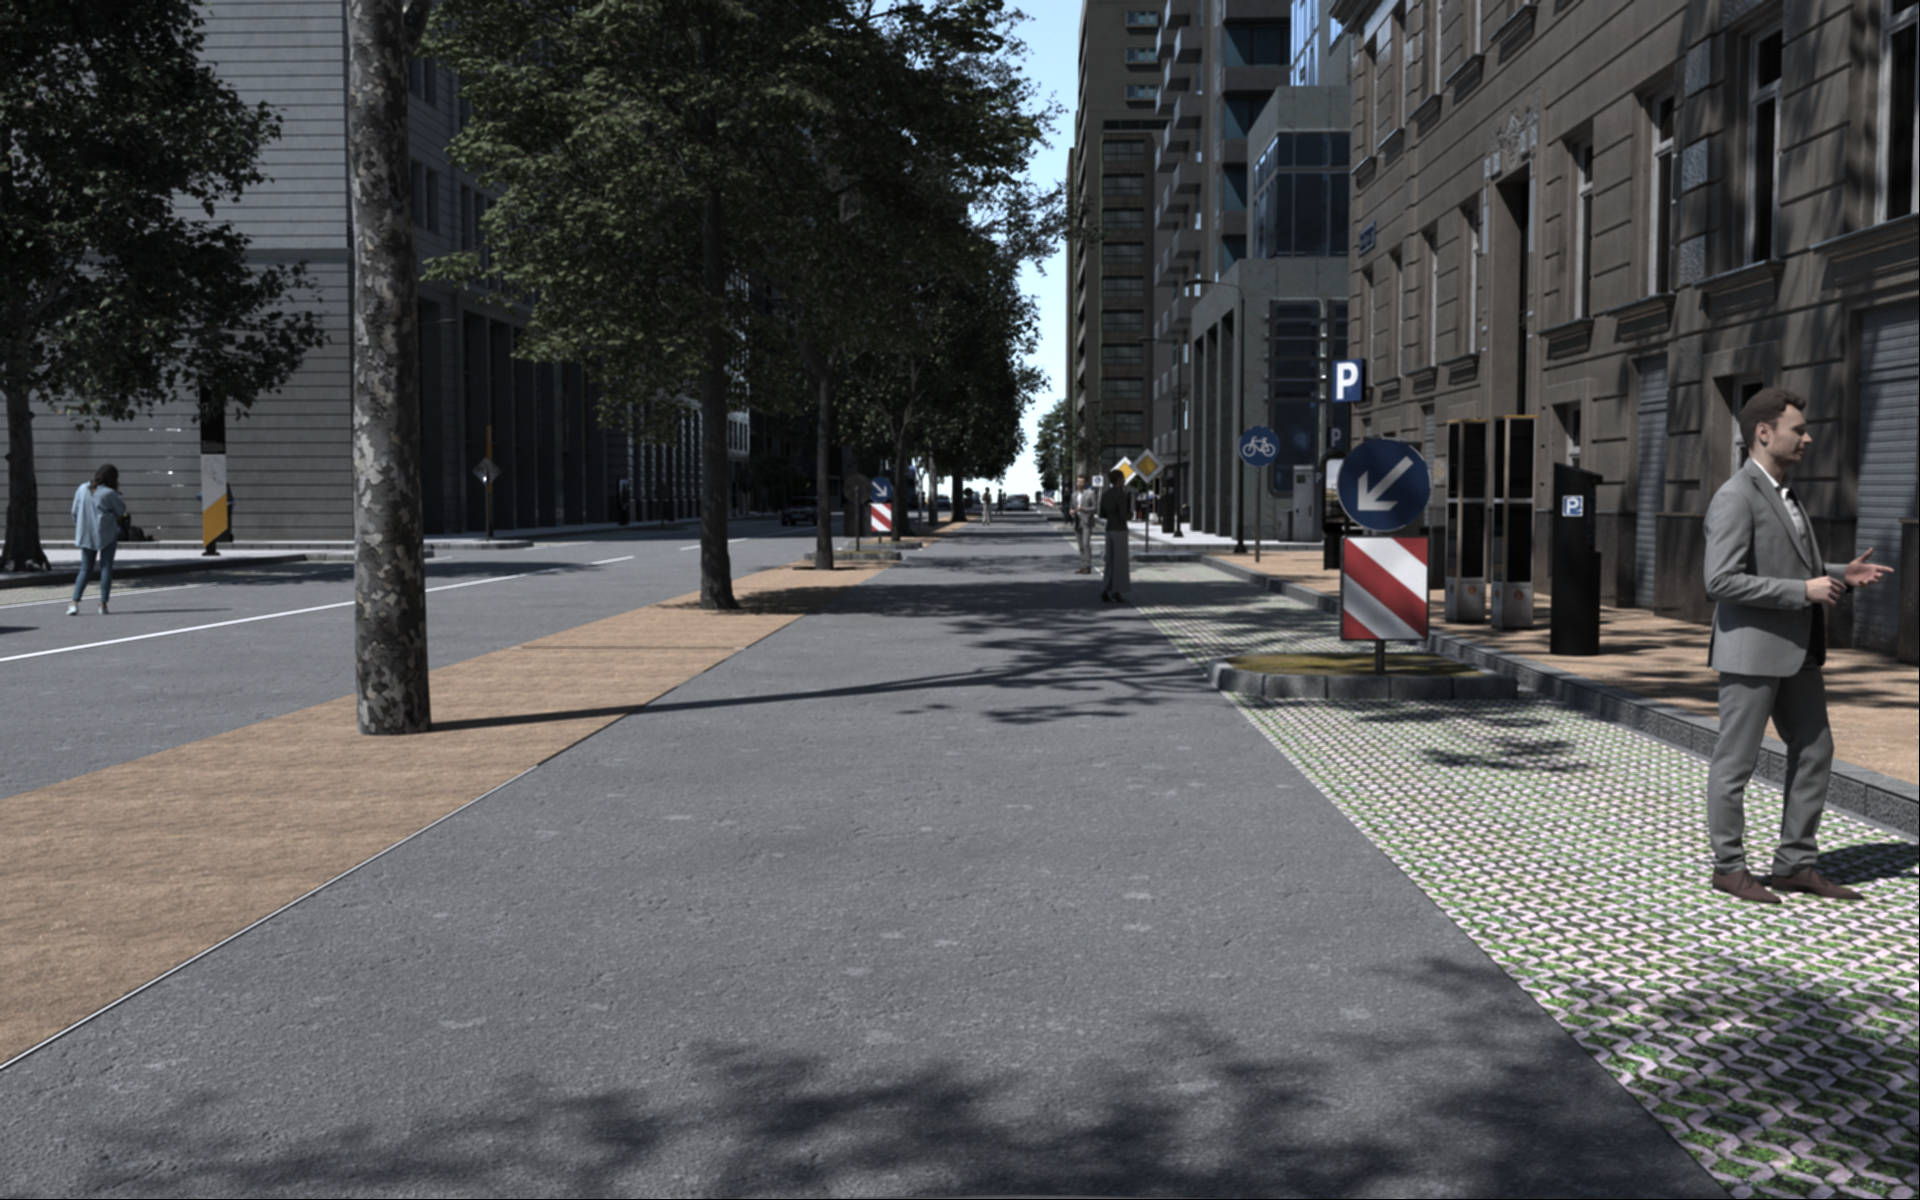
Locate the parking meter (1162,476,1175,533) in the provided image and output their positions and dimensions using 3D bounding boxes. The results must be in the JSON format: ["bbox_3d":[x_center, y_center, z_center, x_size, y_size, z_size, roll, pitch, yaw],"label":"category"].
[{"bbox_3d":[6.833,-3.125,56.798,0.399,1.863,0.255,-2,4,-28],"label":"parking meter"}]

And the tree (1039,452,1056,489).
[{"bbox_3d":[14.243,-19.407,267.672,4.360,8.622,3.978,0,3,0],"label":"tree"}]

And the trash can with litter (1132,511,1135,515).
[{"bbox_3d":[9.968,-5.584,102.690,0.624,1.170,1.055,-3,4,-36],"label":"trash can with litter"}]

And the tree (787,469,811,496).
[{"bbox_3d":[-11.981,-8.333,130.839,1.663,3.219,1.824,0,3,0],"label":"tree"}]

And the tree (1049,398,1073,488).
[{"bbox_3d":[11.908,-17.513,204.456,7.486,12.596,7.792,0,3,0],"label":"tree"}]

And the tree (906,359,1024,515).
[{"bbox_3d":[0.037,-12.674,116.325,9.857,13.997,8.962,0,3,0],"label":"tree"}]

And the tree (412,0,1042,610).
[{"bbox_3d":[-2.921,-6.120,20.646,7.486,12.596,7.792,0,3,0],"label":"tree"}]

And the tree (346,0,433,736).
[{"bbox_3d":[-2.216,-9.208,8.899,12.611,20.169,13.585,0,3,0],"label":"tree"}]

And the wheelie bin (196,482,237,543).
[{"bbox_3d":[-19.699,-2.320,45.841,0.980,1.594,0.693,-3,5,-41],"label":"wheelie bin"}]

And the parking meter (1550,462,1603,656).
[{"bbox_3d":[4.917,-0.331,13.815,0.372,1.533,0.369,0,3,0],"label":"parking meter"}]

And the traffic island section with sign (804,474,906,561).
[{"bbox_3d":[-2.315,-1.832,38.093,2.006,1.907,1.989,0,4,2],"label":"traffic island section with sign"}]

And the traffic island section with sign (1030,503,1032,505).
[{"bbox_3d":[10.358,-13.404,227.783,1.989,1.847,2.006,0,4,2],"label":"traffic island section with sign"}]

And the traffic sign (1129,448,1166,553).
[{"bbox_3d":[4.056,-2.074,37.557,0.795,2.450,0.064,0,4,2],"label":"traffic sign"}]

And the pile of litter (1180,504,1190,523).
[{"bbox_3d":[10.329,-3.853,76.954,1.176,0.858,1.719,3,4,36],"label":"pile of litter"}]

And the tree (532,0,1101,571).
[{"bbox_3d":[-2.580,-7.311,32.364,12.009,13.543,11.850,0,3,0],"label":"tree"}]

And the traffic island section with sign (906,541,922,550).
[{"bbox_3d":[-2.048,-2.285,45.496,2.006,1.907,1.989,0,4,2],"label":"traffic island section with sign"}]

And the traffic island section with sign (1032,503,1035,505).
[{"bbox_3d":[8.429,-10.005,172.210,1.989,1.847,2.006,0,4,2],"label":"traffic island section with sign"}]

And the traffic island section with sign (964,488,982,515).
[{"bbox_3d":[0.551,-6.878,120.589,2.006,1.907,1.989,0,4,2],"label":"traffic island section with sign"}]

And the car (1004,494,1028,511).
[{"bbox_3d":[4.714,-8.123,144.819,2.014,1.417,4.499,0,4,3],"label":"car"}]

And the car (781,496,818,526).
[{"bbox_3d":[-7.135,-4.091,79.466,1.945,1.354,3.894,0,4,3],"label":"car"}]

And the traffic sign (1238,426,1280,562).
[{"bbox_3d":[5.586,-1.978,32.440,0.768,2.556,0.104,0,4,5],"label":"traffic sign"}]

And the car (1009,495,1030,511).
[{"bbox_3d":[5.059,-8.359,149.250,1.945,1.354,3.894,0,4,1],"label":"car"}]

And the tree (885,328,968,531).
[{"bbox_3d":[-1.575,-7.012,67.463,4.737,8.622,4.395,0,3,0],"label":"tree"}]

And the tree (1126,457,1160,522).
[{"bbox_3d":[8.495,-5.205,79.709,1.663,3.219,1.824,0,3,0],"label":"tree"}]

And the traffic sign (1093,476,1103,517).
[{"bbox_3d":[7.772,-5.848,97.752,0.606,2.300,0.079,0,4,5],"label":"traffic sign"}]

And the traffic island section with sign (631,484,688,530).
[{"bbox_3d":[-11.851,-3.671,68.653,1.989,1.847,2.006,0,4,2],"label":"traffic island section with sign"}]

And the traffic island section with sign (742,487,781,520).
[{"bbox_3d":[-10.915,-5.319,95.592,1.989,1.847,2.006,0,4,2],"label":"traffic island section with sign"}]

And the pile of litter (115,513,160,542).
[{"bbox_3d":[-22.428,-1.989,46.480,1.719,0.858,1.176,1,4,9],"label":"pile of litter"}]

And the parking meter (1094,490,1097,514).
[{"bbox_3d":[8.509,-6.145,108.885,0.372,1.533,0.369,0,3,0],"label":"parking meter"}]

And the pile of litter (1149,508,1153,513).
[{"bbox_3d":[12.748,-6.274,116.553,1.719,0.858,1.176,1,4,12],"label":"pile of litter"}]

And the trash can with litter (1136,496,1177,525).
[{"bbox_3d":[8.184,-3.698,71.514,1.678,1.210,2.233,0,4,1],"label":"trash can with litter"}]

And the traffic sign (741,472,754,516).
[{"bbox_3d":[-12.412,-6.167,100.936,0.768,2.556,0.104,0,4,6],"label":"traffic sign"}]

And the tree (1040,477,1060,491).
[{"bbox_3d":[14.396,-17.877,276.009,4.285,4.588,4.351,0,3,0],"label":"tree"}]

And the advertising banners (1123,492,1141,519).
[{"bbox_3d":[9.109,-5.597,87.694,2.074,3.025,0.090,-1,4,-18],"label":"advertising banners"}]

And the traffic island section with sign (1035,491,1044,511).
[{"bbox_3d":[7.477,-8.335,144.911,1.989,1.847,2.006,0,4,2],"label":"traffic island section with sign"}]

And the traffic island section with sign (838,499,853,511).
[{"bbox_3d":[-9.171,-8.388,145.771,1.989,1.847,2.006,0,4,2],"label":"traffic island section with sign"}]

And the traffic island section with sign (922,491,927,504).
[{"bbox_3d":[-5.368,-15.082,255.214,1.989,1.847,2.006,0,4,2],"label":"traffic island section with sign"}]

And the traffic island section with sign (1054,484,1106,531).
[{"bbox_3d":[4.802,-3.619,67.798,1.989,1.847,2.006,0,4,2],"label":"traffic island section with sign"}]

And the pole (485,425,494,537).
[{"bbox_3d":[-13.973,-3.519,51.386,0.158,3.312,0.155,0,3,0],"label":"pole"}]

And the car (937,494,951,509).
[{"bbox_3d":[-1.819,-9.473,166.892,2.014,1.417,4.499,0,3,0],"label":"car"}]

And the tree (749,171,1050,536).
[{"bbox_3d":[-2.000,-8.485,58.196,9.611,12.733,9.660,0,3,0],"label":"tree"}]

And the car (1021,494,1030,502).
[{"bbox_3d":[8.043,-13.137,223.823,2.155,1.783,4.494,0,4,1],"label":"car"}]

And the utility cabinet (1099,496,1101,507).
[{"bbox_3d":[7.828,-5.128,95.000,0.306,1.237,1.020,1,4,11],"label":"utility cabinet"}]

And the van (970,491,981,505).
[{"bbox_3d":[1.937,-14.015,236.151,2.013,2.044,4.112,0,4,4],"label":"van"}]

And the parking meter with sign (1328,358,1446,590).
[{"bbox_3d":[5.757,-1.633,22.962,1.738,3.016,0.543,-2,4,-31],"label":"parking meter with sign"}]

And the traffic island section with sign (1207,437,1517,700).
[{"bbox_3d":[2.899,-0.265,12.954,1.989,1.847,2.006,0,4,2],"label":"traffic island section with sign"}]

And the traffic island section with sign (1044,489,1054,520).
[{"bbox_3d":[5.742,-5.269,94.784,1.989,1.847,2.006,0,4,2],"label":"traffic island section with sign"}]

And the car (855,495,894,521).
[{"bbox_3d":[-3.443,-3.695,72.420,2.014,1.417,4.499,0,4,2],"label":"car"}]

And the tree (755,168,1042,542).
[{"bbox_3d":[-1.905,-6.893,49.563,8.767,10.594,7.601,0,4,2],"label":"tree"}]

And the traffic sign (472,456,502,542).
[{"bbox_3d":[-12.600,-2.599,46.143,0.795,2.450,0.064,0,4,2],"label":"traffic sign"}]

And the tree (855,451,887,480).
[{"bbox_3d":[-10.311,-14.967,195.066,4.360,8.622,3.978,0,3,0],"label":"tree"}]

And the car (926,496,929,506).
[{"bbox_3d":[-3.189,-12.358,212.272,2.015,1.641,3.980,0,4,2],"label":"car"}]

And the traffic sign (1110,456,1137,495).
[{"bbox_3d":[4.334,-2.562,45.537,0.795,2.450,0.064,0,4,2],"label":"traffic sign"}]

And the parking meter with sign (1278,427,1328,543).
[{"bbox_3d":[9.177,-3.021,45.648,0.543,3.016,1.738,-3,5,-41],"label":"parking meter with sign"}]

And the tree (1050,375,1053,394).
[{"bbox_3d":[-0.048,-10.322,88.224,9.611,12.733,9.660,0,3,0],"label":"tree"}]
